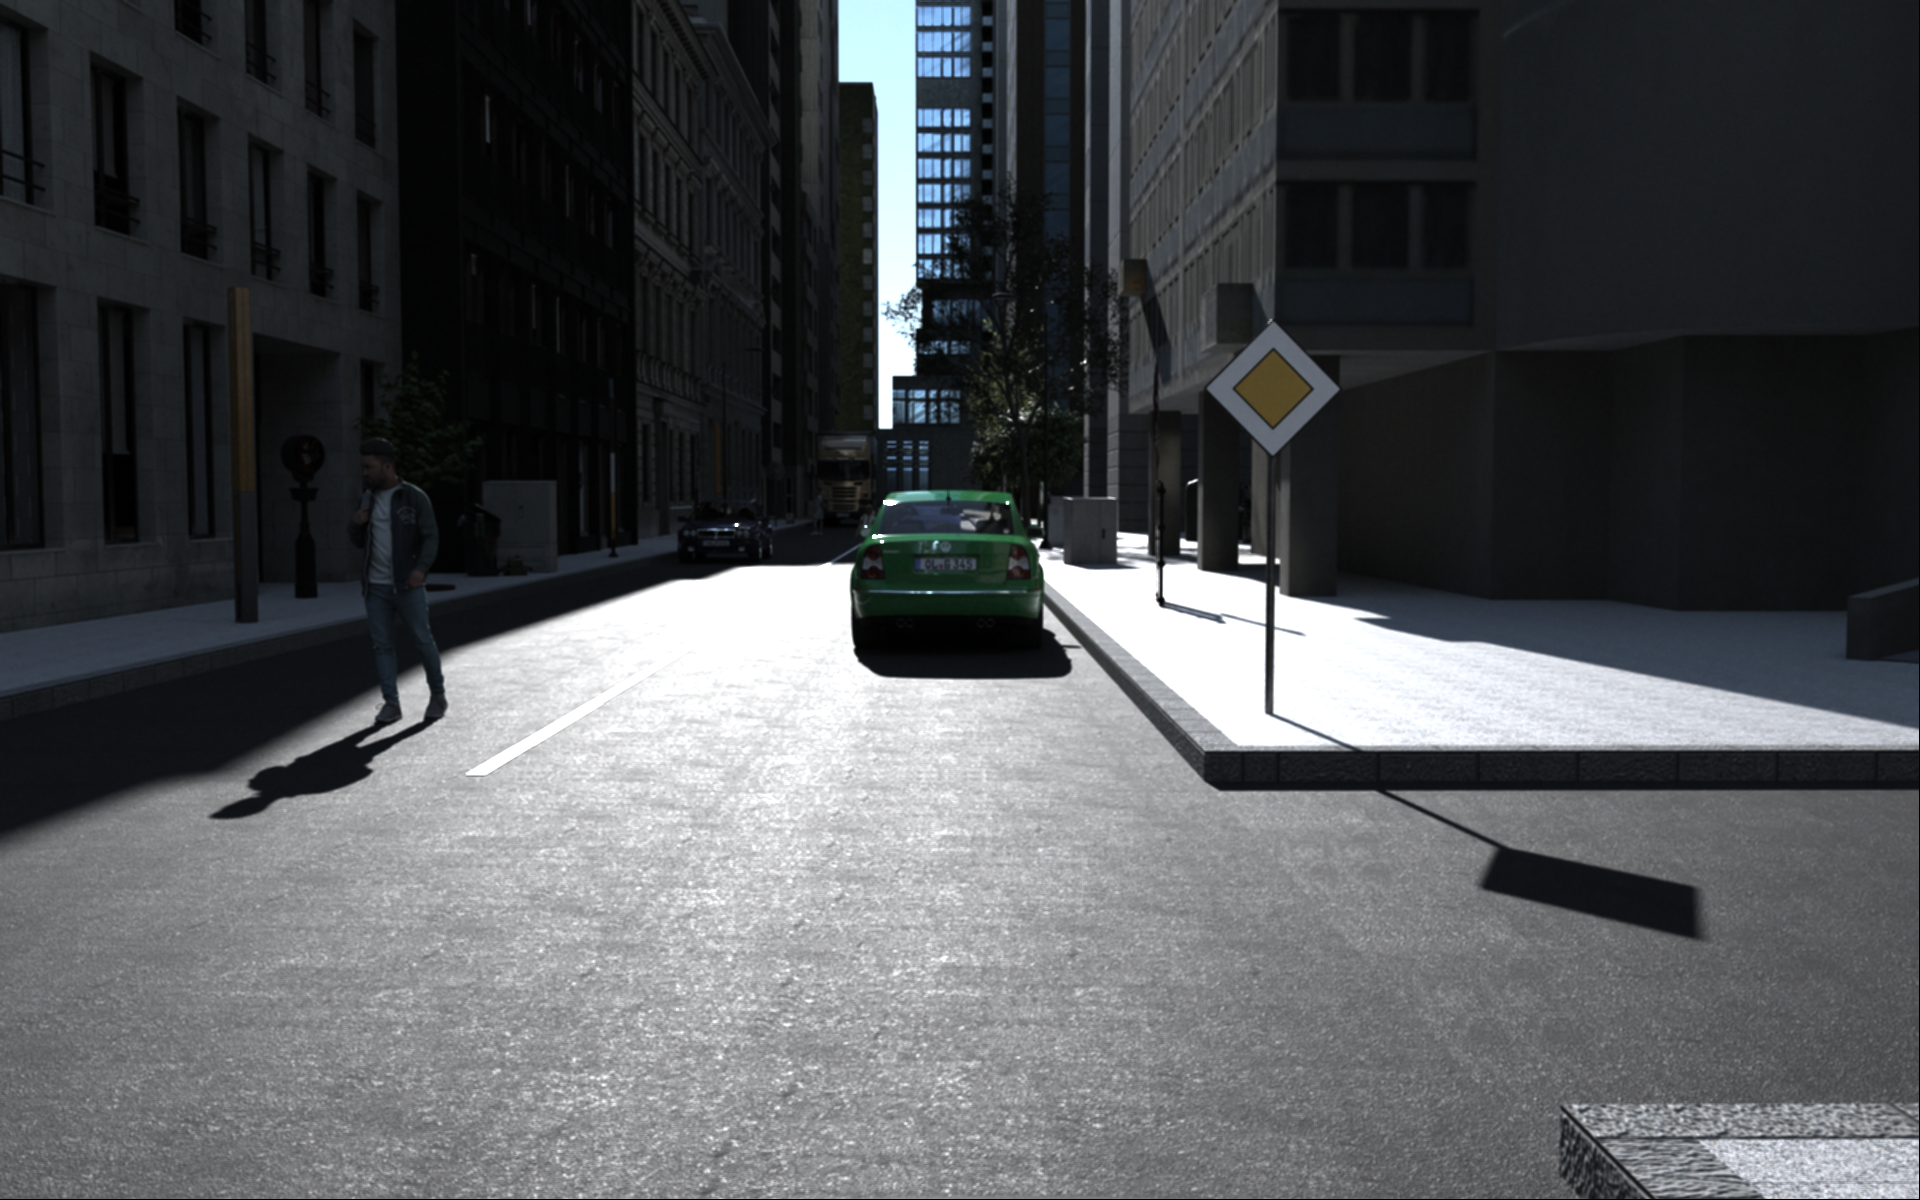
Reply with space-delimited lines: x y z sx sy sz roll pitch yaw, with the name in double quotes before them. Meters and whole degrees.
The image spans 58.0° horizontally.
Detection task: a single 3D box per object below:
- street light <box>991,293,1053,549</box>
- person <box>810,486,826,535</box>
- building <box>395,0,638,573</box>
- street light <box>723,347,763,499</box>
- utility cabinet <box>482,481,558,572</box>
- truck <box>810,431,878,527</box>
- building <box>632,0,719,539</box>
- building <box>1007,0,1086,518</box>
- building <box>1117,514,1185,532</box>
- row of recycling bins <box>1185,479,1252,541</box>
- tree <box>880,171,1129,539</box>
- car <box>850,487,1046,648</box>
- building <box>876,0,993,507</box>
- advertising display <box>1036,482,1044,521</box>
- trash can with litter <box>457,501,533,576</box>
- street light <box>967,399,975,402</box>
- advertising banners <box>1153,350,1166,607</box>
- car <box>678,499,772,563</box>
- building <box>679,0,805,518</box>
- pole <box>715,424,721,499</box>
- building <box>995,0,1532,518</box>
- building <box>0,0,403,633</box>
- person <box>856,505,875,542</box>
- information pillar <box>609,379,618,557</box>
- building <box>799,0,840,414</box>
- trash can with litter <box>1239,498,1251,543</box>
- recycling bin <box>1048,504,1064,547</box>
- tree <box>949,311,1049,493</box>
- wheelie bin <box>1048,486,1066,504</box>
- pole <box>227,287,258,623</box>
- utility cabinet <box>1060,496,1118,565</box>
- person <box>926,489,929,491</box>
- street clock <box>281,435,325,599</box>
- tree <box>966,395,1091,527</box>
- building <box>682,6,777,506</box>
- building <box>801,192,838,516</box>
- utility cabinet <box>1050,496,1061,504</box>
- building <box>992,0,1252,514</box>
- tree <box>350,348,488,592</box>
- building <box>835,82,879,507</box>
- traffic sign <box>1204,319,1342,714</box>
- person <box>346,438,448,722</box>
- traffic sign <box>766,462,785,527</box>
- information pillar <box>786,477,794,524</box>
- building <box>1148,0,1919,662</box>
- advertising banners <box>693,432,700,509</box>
"street light" 1.455 -4.140 40.233 1.470 5.913 1.316 0 4 0
"person" -4.973 -3.151 61.028 0.522 1.701 0.512 1 4 8
"building" -14.219 -12.566 35.126 12.332 23.373 15.834 0 4 0
"street light" -6.933 -5.043 55.000 1.470 5.913 1.316 0 4 0
"utility cabinet" -7.221 -1.206 28.403 1.173 1.500 0.318 1 4 12
"truck" -5.121 -5.514 79.065 2.839 4.237 11.283 0 4 -1
"building" -13.825 -11.508 52.788 10.561 19.102 19.286 0 4 0
"building" 9.837 -27.461 99.101 14.600 45.320 14.200 0 4 0
"building" 15.666 -32.309 70.246 21.231 58.520 28.212 0 4 0
"row of recycling bins" 7.463 -2.525 48.398 1.069 1.692 3.534 3 5 43
"tree" 1.937 -7.038 49.491 8.767 10.594 7.601 0 4 -3
"car" -0.092 -0.531 17.475 1.959 1.807 4.718 0 4 1
"building" 7.155 -53.001 179.232 31.000 86.520 22.319 0 4 0
"advertising display" 3.918 -4.751 82.893 0.123 1.923 0.974 2 4 28
"trash can with litter" -7.299 -0.967 27.202 1.055 1.170 0.624 -3 4 -36
"street light" 1.030 -6.888 85.162 1.470 5.913 1.316 0 4 0
"advertising banners" 2.365 -1.492 20.588 0.090 3.025 2.074 0 4 5
"car" -5.042 -1.518 37.403 1.945 1.354 3.894 0 4 -1
"building" -15.928 -19.587 91.952 14.160 30.474 14.107 0 4 0
"pole" -7.094 -3.482 50.775 0.158 3.312 0.155 0 3 0
"building" 18.576 -26.086 118.393 32.217 40.220 23.993 0 4 0
"building" -14.052 -10.040 18.904 10.420 20.320 16.860 0 4 0
"person" -1.856 -1.274 34.348 0.505 1.210 0.382 1 4 21
"information pillar" -7.048 -2.677 35.117 0.183 3.616 0.504 -1 4 -13
"building" -23.834 -33.974 144.707 27.495 52.752 28.713 0 4 0
"trash can with litter" 7.676 -2.074 45.301 0.624 1.170 1.055 2 4 33
"recycling bin" 2.542 -1.818 42.280 0.722 1.027 0.722 1 4 11
"tree" 1.700 -7.288 69.516 4.360 8.622 3.978 0 3 0
"wheelie bin" 3.999 -3.931 72.174 0.980 1.594 0.693 -2 4 -35
"pole" -7.124 -1.428 17.199 0.158 3.312 0.155 0 3 0
"utility cabinet" 2.399 -1.261 31.779 1.020 1.237 0.306 -2 4 -31
"person" -1.912 -5.909 105.908 0.742 1.727 0.445 -3 5 -45
"street clock" -8.071 -1.025 21.324 0.358 2.002 0.471 2 4 34
"tree" 2.645 -4.434 56.206 4.285 4.588 4.351 0 3 0
"building" -14.474 -14.477 72.858 11.583 22.565 21.152 0 4 0
"building" -22.726 -16.428 113.631 27.650 21.520 28.899 0 4 0
"utility cabinet" 3.202 -2.478 51.674 1.020 1.237 0.306 0 4 -3
"building" 13.222 -36.890 145.149 21.231 58.520 28.212 0 4 0
"tree" -7.160 -1.745 23.137 1.663 3.219 1.824 0 3 0
"building" -15.346 -30.093 175.617 14.086 41.232 14.154 0 4 0
"traffic sign" 1.803 -0.392 10.056 0.795 2.450 0.064 0 4 0
"person" -3.585 -0.131 10.982 0.623 1.781 0.721 0 4 1
"traffic sign" -7.234 -4.146 67.894 0.768 2.556 0.104 0 4 4
"information pillar" -7.329 -4.291 74.652 0.304 2.012 0.304 1 4 9
"building" 15.254 -20.451 26.256 23.993 40.220 32.217 0 4 0
"advertising banners" -7.569 -3.275 49.730 0.090 3.025 2.074 -1 4 -12
